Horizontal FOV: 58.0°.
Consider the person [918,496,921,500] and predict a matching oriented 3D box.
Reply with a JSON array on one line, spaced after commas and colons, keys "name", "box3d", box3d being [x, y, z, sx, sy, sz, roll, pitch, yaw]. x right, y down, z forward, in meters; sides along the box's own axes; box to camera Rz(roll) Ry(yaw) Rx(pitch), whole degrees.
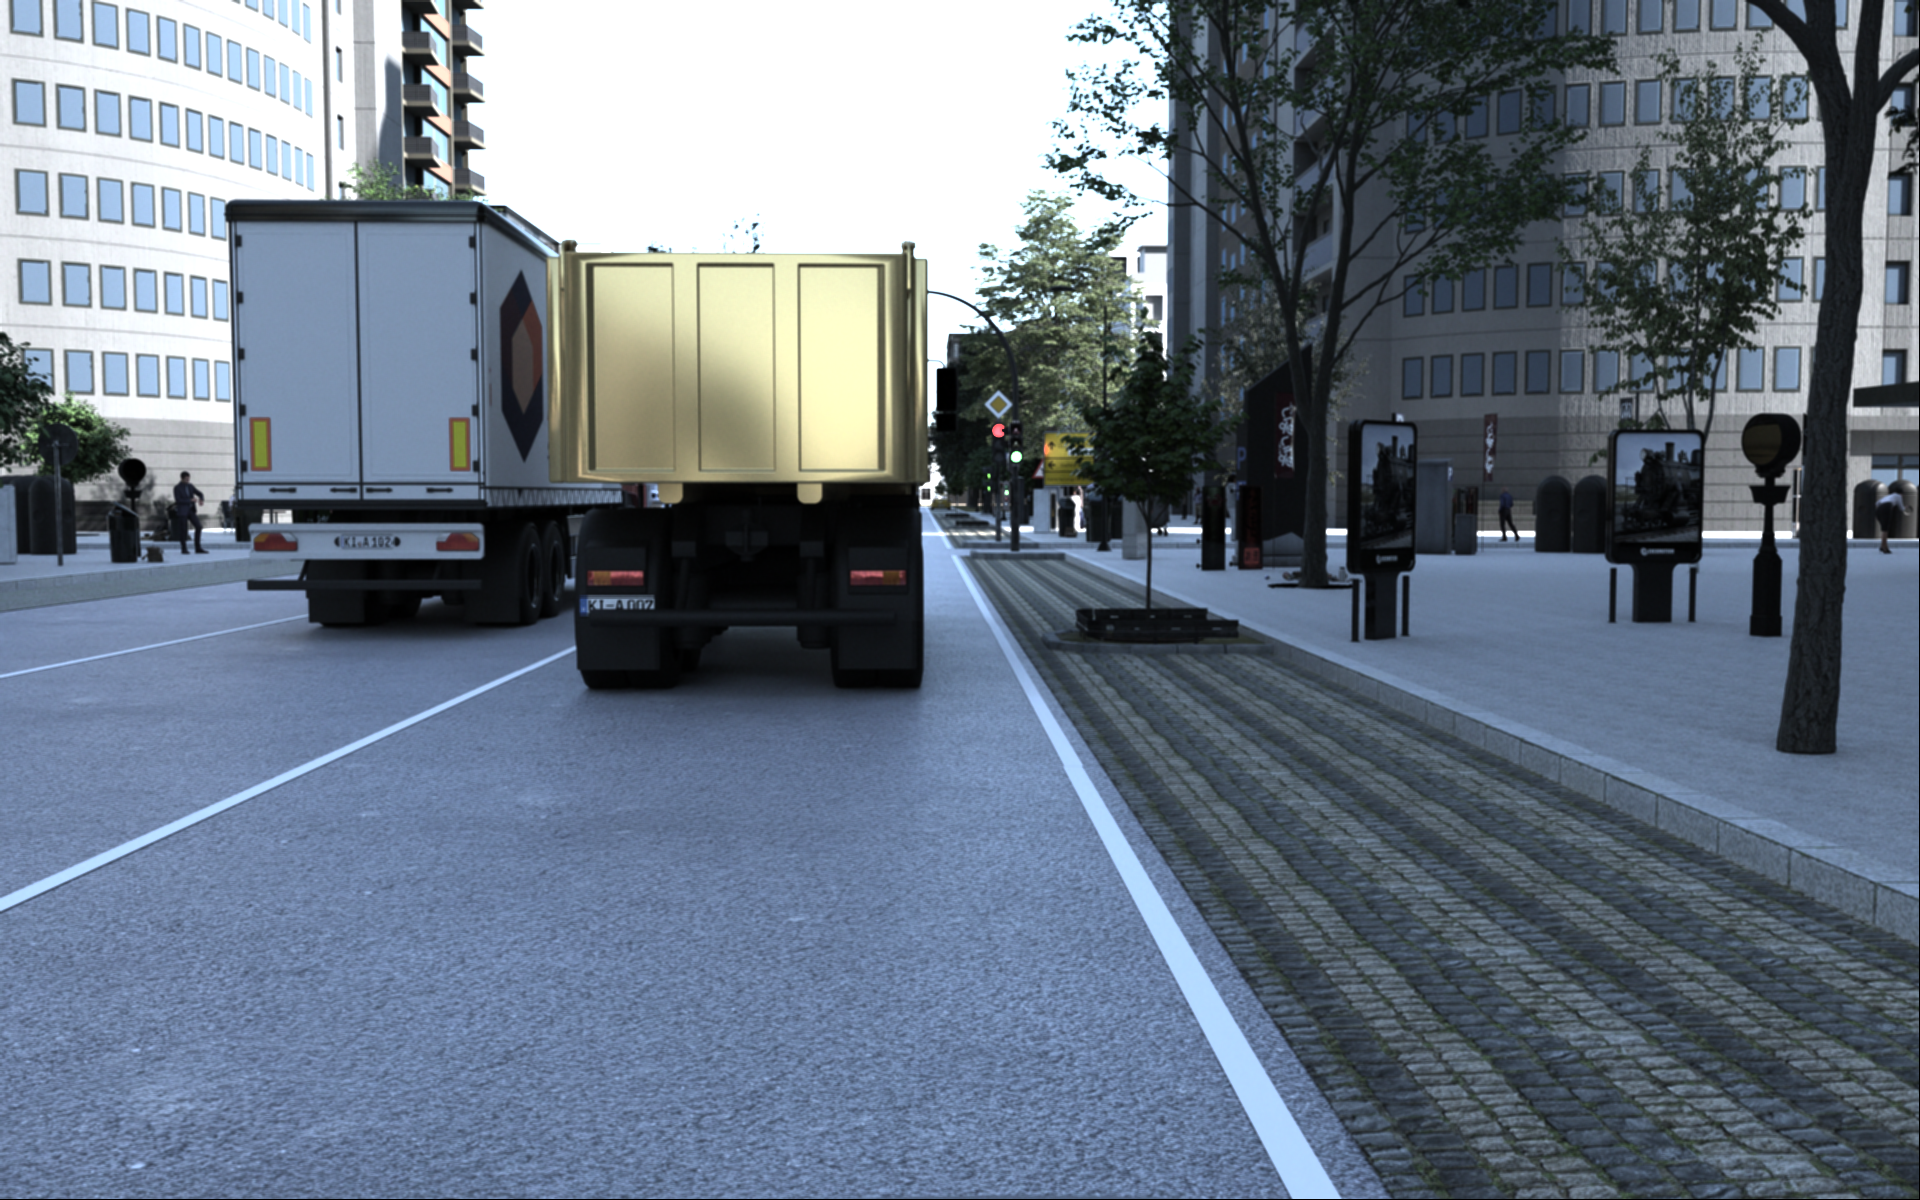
[{"name": "person", "box3d": [-4.156, -10.126, 174.503, 0.568, 1.767, 0.683, -2, 4, -29]}]

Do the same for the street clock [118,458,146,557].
[{"name": "street clock", "box3d": [-16.853, -1.880, 35.303, 0.358, 2.002, 0.471, 3, 5, 44]}]

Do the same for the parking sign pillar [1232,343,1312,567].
[{"name": "parking sign pillar", "box3d": [5.601, -2.598, 30.945, 1.447, 3.967, 1.447, -1, 4, -20]}]

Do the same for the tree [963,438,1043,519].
[{"name": "tree", "box3d": [3.221, -6.521, 90.330, 4.285, 4.588, 4.351, 0, 3, 0]}]

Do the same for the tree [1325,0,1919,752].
[{"name": "tree", "box3d": [4.569, -4.518, 8.290, 7.601, 10.594, 8.767, 0, 4, 3]}]

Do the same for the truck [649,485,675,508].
[{"name": "truck", "box3d": [-10.941, -5.228, 75.242, 2.967, 4.110, 18.799, 0, 4, -1]}]

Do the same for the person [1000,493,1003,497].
[{"name": "person", "box3d": [3.976, -10.414, 176.329, 0.705, 1.822, 1.348, -2, 4, -30]}]

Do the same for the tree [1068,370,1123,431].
[{"name": "tree", "box3d": [8.359, -8.960, 96.862, 4.360, 8.622, 3.978, 0, 3, 0]}]

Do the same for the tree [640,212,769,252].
[{"name": "tree", "box3d": [-15.831, -15.878, 115.500, 12.611, 20.169, 13.585, 0, 3, 0]}]

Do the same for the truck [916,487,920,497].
[{"name": "truck", "box3d": [-4.436, -8.764, 132.205, 2.839, 4.237, 11.283, 0, 4, -3]}]

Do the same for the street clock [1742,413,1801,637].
[{"name": "street clock", "box3d": [7.285, -0.675, 15.602, 0.358, 2.002, 0.471, -1, 4, -20]}]

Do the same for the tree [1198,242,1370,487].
[{"name": "tree", "box3d": [9.160, -6.097, 50.055, 4.360, 8.622, 3.978, 0, 3, 0]}]

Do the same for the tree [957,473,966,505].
[{"name": "tree", "box3d": [-0.120, -15.024, 195.996, 4.737, 8.622, 4.395, 0, 3, 0]}]

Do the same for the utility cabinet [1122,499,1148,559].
[{"name": "utility cabinet", "box3d": [3.506, -1.572, 34.374, 0.318, 1.500, 1.173, 1, 4, 18]}]

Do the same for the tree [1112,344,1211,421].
[{"name": "tree", "box3d": [9.901, -8.100, 82.797, 4.737, 8.622, 4.395, 0, 3, 0]}]

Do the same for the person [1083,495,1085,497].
[{"name": "person", "box3d": [10.996, -8.593, 146.558, 1.348, 1.821, 0.705, 0, 4, -1]}]

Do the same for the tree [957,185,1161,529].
[{"name": "tree", "box3d": [3.549, -8.954, 64.528, 7.486, 12.596, 7.792, 0, 3, 0]}]

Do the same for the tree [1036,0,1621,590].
[{"name": "tree", "box3d": [4.721, -5.961, 23.212, 9.928, 11.665, 9.643, 0, 3, 0]}]

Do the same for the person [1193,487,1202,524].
[{"name": "person", "box3d": [10.085, -3.992, 73.368, 0.319, 1.574, 0.516, -2, 4, -26]}]

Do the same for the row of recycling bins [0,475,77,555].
[{"name": "row of recycling bins", "box3d": [-20.311, -1.874, 37.748, 3.534, 1.692, 1.069, 3, 5, 44]}]

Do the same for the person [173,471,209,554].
[{"name": "person", "box3d": [-16.474, -1.877, 37.174, 0.568, 1.767, 0.683, 1, 4, 23]}]

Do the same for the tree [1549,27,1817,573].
[{"name": "tree", "box3d": [11.945, -4.759, 28.168, 4.737, 8.622, 4.395, 0, 3, 0]}]

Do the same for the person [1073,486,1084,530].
[{"name": "person", "box3d": [4.240, -3.408, 62.590, 0.431, 1.722, 0.655, 1, 4, 15]}]

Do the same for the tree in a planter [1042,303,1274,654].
[{"name": "tree in a planter", "box3d": [1.788, -1.166, 16.280, 1.991, 3.239, 1.994, 0, 4, -1]}]

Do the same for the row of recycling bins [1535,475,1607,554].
[{"name": "row of recycling bins", "box3d": [14.169, -1.855, 37.435, 3.534, 1.692, 1.069, 3, 5, 40]}]

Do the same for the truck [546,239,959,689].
[{"name": "truck", "box3d": [-1.635, -1.252, 16.397, 3.469, 3.379, 9.791, 0, 4, -2]}]

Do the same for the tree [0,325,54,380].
[{"name": "tree", "box3d": [-15.822, -2.644, 26.948, 4.285, 4.588, 4.351, 0, 3, 0]}]

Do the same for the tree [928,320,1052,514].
[{"name": "tree", "box3d": [1.958, -12.004, 113.275, 9.611, 12.733, 9.660, 0, 3, 0]}]

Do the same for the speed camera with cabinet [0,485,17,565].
[{"name": "speed camera with cabinet", "box3d": [-18.032, -2.308, 32.070, 0.660, 3.252, 2.038, -3, 5, -40]}]

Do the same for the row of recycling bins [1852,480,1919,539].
[{"name": "row of recycling bins", "box3d": [27.396, -2.599, 49.613, 3.534, 1.692, 1.069, 0, 4, -6]}]

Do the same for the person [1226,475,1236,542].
[{"name": "person", "box3d": [7.469, -2.486, 46.829, 0.789, 1.805, 0.875, -2, 4, -27]}]

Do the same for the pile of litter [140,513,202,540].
[{"name": "pile of litter", "box3d": [-21.984, -2.092, 48.166, 1.719, 0.858, 1.176, 1, 4, 18]}]

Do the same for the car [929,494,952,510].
[{"name": "car", "box3d": [-1.692, -8.676, 152.070, 2.015, 1.641, 3.980, 0, 4, -2]}]

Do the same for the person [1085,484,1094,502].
[{"name": "person", "box3d": [3.779, -2.547, 47.549, 0.709, 1.838, 0.599, 1, 4, 17]}]

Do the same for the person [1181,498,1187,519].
[{"name": "person", "box3d": [11.344, -4.760, 87.776, 0.340, 1.345, 0.435, 0, 4, 7]}]

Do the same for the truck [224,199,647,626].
[{"name": "truck", "box3d": [-5.915, -2.032, 22.139, 2.839, 4.237, 11.283, 0, 4, -2]}]

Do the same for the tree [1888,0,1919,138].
[{"name": "tree", "box3d": [10.051, -3.974, 15.336, 4.360, 8.622, 3.978, 0, 3, 0]}]

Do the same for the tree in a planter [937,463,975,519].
[{"name": "tree in a planter", "box3d": [-0.186, -6.199, 98.581, 1.991, 3.239, 1.994, 0, 4, -1]}]

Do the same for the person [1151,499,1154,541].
[{"name": "person", "box3d": [4.947, -2.470, 46.985, 0.434, 1.755, 0.990, 3, 5, 41]}]

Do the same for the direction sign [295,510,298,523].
[{"name": "direction sign", "box3d": [-17.558, -3.290, 45.784, 0.876, 3.537, 0.379, -1, 4, -13]}]

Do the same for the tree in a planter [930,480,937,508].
[{"name": "tree in a planter", "box3d": [-2.026, -10.904, 175.495, 1.991, 3.239, 1.994, 0, 4, -1]}]

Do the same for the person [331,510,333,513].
[{"name": "person", "box3d": [-12.718, -1.642, 35.803, 0.568, 1.767, 0.683, -2, 4, -34]}]

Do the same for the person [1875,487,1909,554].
[{"name": "person", "box3d": [20.128, -1.724, 37.420, 0.628, 1.438, 0.799, 2, 4, 30]}]

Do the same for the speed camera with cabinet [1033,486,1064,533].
[{"name": "speed camera with cabinet", "box3d": [2.958, -3.863, 57.495, 0.660, 3.252, 2.038, 1, 4, 17]}]

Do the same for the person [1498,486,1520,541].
[{"name": "person", "box3d": [14.830, -2.340, 47.004, 0.574, 1.496, 0.600, 0, 4, -4]}]

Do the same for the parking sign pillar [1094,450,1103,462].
[{"name": "parking sign pillar", "box3d": [4.729, -4.074, 55.087, 1.447, 3.967, 1.447, -1, 4, -23]}]

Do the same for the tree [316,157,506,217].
[{"name": "tree", "box3d": [-17.081, -7.890, 54.754, 9.928, 11.665, 9.643, 0, 3, 0]}]

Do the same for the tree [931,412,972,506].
[{"name": "tree", "box3d": [0.899, -16.914, 183.196, 9.857, 13.997, 8.962, 0, 3, 0]}]

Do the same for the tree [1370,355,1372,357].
[{"name": "tree", "box3d": [10.854, -6.456, 55.922, 4.360, 8.622, 3.978, 0, 3, 0]}]

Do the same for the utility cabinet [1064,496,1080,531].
[{"name": "utility cabinet", "box3d": [3.883, -3.000, 60.209, 0.306, 1.237, 1.020, 1, 4, 21]}]
